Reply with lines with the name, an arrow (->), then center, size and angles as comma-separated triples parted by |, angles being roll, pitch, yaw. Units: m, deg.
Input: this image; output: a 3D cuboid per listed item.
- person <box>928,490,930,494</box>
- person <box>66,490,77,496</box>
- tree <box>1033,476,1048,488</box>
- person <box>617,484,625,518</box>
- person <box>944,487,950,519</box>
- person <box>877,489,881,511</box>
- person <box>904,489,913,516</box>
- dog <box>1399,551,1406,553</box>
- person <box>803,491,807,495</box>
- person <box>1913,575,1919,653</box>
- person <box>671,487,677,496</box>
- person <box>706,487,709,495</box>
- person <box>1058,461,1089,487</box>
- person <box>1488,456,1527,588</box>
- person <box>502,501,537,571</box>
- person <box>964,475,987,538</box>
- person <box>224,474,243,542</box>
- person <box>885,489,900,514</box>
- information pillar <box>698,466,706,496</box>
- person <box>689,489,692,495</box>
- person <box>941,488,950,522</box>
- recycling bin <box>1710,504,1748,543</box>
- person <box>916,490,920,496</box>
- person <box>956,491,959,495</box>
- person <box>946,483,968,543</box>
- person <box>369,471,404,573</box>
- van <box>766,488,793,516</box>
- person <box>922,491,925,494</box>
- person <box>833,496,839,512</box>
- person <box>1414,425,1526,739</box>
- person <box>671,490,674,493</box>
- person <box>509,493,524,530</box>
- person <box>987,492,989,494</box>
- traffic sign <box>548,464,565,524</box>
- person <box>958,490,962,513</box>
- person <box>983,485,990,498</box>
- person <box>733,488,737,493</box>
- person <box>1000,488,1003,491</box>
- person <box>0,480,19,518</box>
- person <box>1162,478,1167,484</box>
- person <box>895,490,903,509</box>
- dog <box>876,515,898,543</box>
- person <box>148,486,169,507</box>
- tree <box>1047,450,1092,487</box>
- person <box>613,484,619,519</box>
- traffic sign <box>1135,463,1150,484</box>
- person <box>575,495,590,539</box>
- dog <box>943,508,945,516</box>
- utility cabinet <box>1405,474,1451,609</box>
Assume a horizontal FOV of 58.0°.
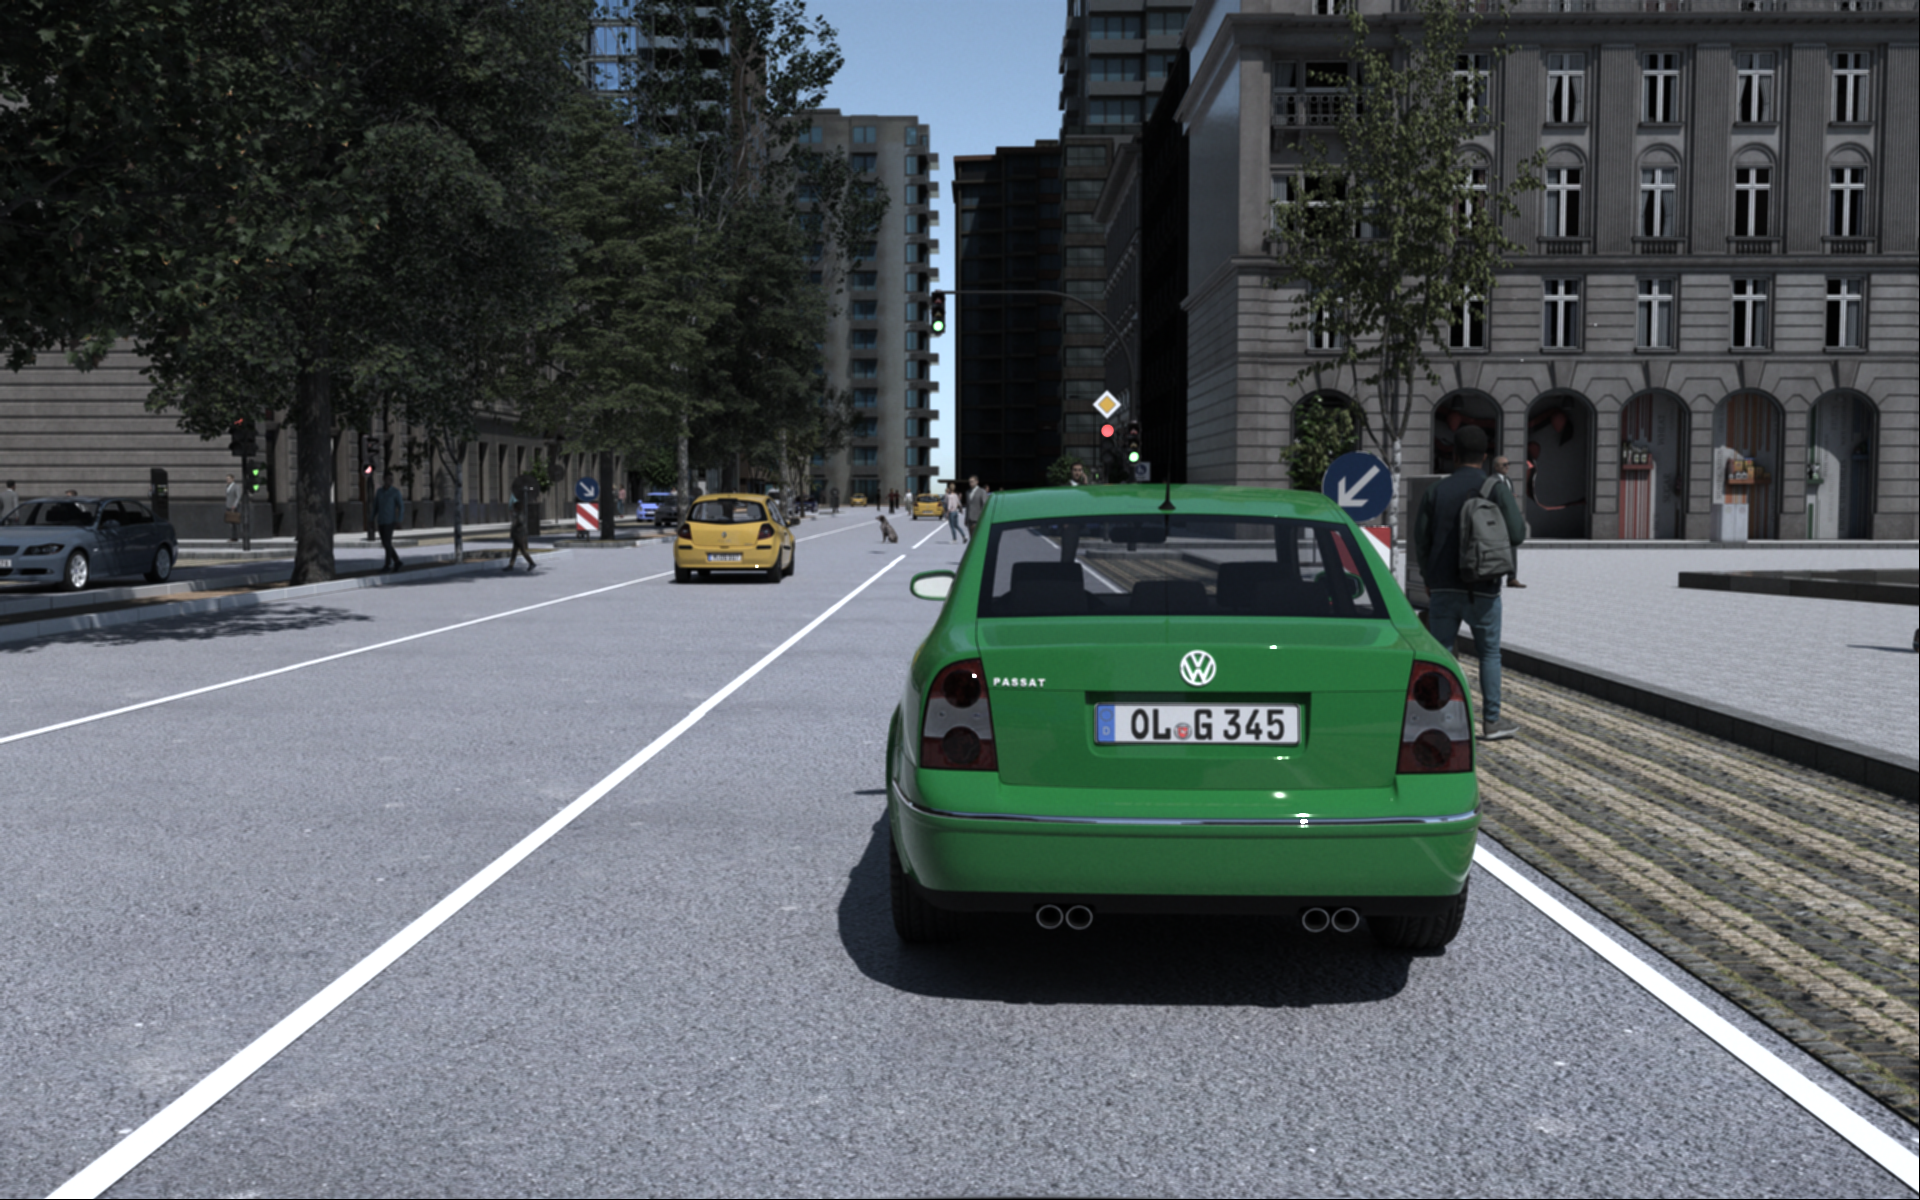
person -> -3.292, -10.943, 187.387 | 0.705, 1.831, 1.348 | 0, 4, 2
person -> -16.571, -1.309, 32.497 | 0.503, 1.515, 0.523 | -3, 4, -36
tree -> 8.318, -11.291, 179.201 | 1.663, 3.219, 1.824 | 0, 3, 0
person -> -18.056, -5.268, 92.187 | 0.555, 1.821, 0.388 | 2, 4, 27
person -> -0.598, -5.242, 94.196 | 0.794, 1.824, 0.713 | 1, 4, 23
person -> -6.903, -8.549, 147.913 | 0.705, 1.869, 1.348 | 0, 4, -2
person -> -3.387, -6.522, 115.356 | 0.478, 1.798, 0.641 | 2, 4, 32
dog -> 9.965, -1.224, 37.754 | 0.550, 0.427, 0.748 | -1, 4, -16
person -> -13.894, -8.867, 154.029 | 0.990, 1.755, 0.434 | 0, 4, -3
person -> 7.933, -0.170, 13.833 | 0.505, 1.210, 0.382 | 1, 4, 13
person -> -17.766, -6.164, 107.386 | 0.480, 1.755, 0.524 | 1, 4, 16
person -> -17.071, -6.715, 116.111 | 0.678, 1.792, 0.850 | 0, 4, 6
person -> 1.662, -1.049, 25.012 | 0.474, 1.900, 0.648 | 3, 5, 39
person -> 7.466, -1.068, 23.687 | 0.661, 1.801, 0.590 | -2, 4, -33
person -> -8.187, -1.189, 32.207 | 0.640, 1.303, 0.475 | -2, 4, -35
person -> 0.320, -1.602, 34.809 | 0.709, 1.813, 0.853 | 3, 4, 39
person -> -19.532, -2.468, 46.520 | 0.709, 1.813, 0.853 | 2, 4, 28
person -> -4.976, -7.241, 126.850 | 1.348, 1.831, 0.705 | -3, 4, -39
information pillar -> -16.750, -7.414, 112.574 | 0.504, 3.616, 0.183 | 1, 4, 8
person -> -18.986, -6.985, 120.428 | 0.592, 1.802, 0.473 | 3, 4, 37
person -> -0.715, -4.953, 90.151 | 0.598, 1.740, 0.731 | -3, 4, -36
recycling bin -> 20.374, -2.038, 45.883 | 0.722, 1.027, 0.722 | 0, 4, 1
person -> -3.678, -8.922, 154.386 | 0.705, 1.822, 1.348 | 0, 4, -6
person -> -0.440, -10.354, 178.312 | 0.750, 1.759, 0.617 | -1, 4, -16
person -> -0.053, -2.512, 50.235 | 0.598, 1.740, 0.731 | 1, 4, 19
person -> -10.341, -1.414, 31.486 | 0.638, 1.841, 0.748 | 2, 4, 29
van -> -12.134, -6.632, 115.452 | 2.013, 2.044, 4.112 | 0, 4, 1
person -> -3.985, -11.197, 191.655 | 1.350, 1.814, 0.705 | 0, 4, 7
person -> -9.519, -7.575, 133.268 | 0.530, 1.710, 0.541 | -1, 4, -13
person -> 2.868, -0.091, 9.968 | 0.713, 1.824, 0.794 | -3, 5, -43
person -> -18.957, -6.646, 114.722 | 0.555, 1.821, 0.388 | -2, 4, -29
person -> -14.613, -2.978, 57.212 | 0.660, 1.820, 0.620 | 0, 4, 6
person -> 2.107, -7.329, 129.052 | 1.217, 1.743, 0.721 | -1, 4, -11
traffic sign -> -17.346, -4.545, 74.419 | 0.768, 2.556, 0.104 | 0, 4, 5
person -> -0.082, -7.478, 131.480 | 0.721, 1.736, 1.217 | 0, 4, 4
person -> 1.010, -3.356, 63.724 | 0.532, 1.782, 0.716 | 1, 4, 17
person -> -17.264, -7.650, 131.904 | 0.721, 1.735, 1.217 | 0, 4, 5
person -> 2.752, -6.484, 114.485 | 0.573, 1.828, 0.580 | -2, 4, -27
person -> -24.037, -2.143, 43.810 | 0.678, 1.792, 0.850 | 1, 4, 9
person -> 6.266, -2.826, 52.597 | 0.623, 1.781, 0.721 | -2, 4, -26
person -> -6.155, -9.862, 169.698 | 1.348, 1.831, 0.705 | 3, 4, 38
dog -> -2.049, -2.079, 50.823 | 0.513, 0.831, 0.800 | -2, 4, -35
person -> -21.985, -2.528, 47.478 | 0.679, 1.850, 0.850 | 1, 4, 22
tree -> 8.242, -8.943, 129.938 | 4.285, 4.588, 4.351 | 0, 3, 0
person -> -18.165, -5.177, 90.869 | 0.537, 1.800, 0.526 | 3, 4, 39
traffic sign -> 5.758, -3.245, 55.179 | 0.606, 2.300, 0.079 | 1, 4, 9
person -> -11.924, -2.801, 54.851 | 0.519, 1.759, 0.362 | 3, 5, 40
dog -> -1.239, -5.782, 113.827 | 0.406, 0.507, 0.540 | 3, 5, 40
utility cabinet -> 5.274, -0.647, 19.259 | 0.318, 1.500, 1.173 | 0, 4, -3
